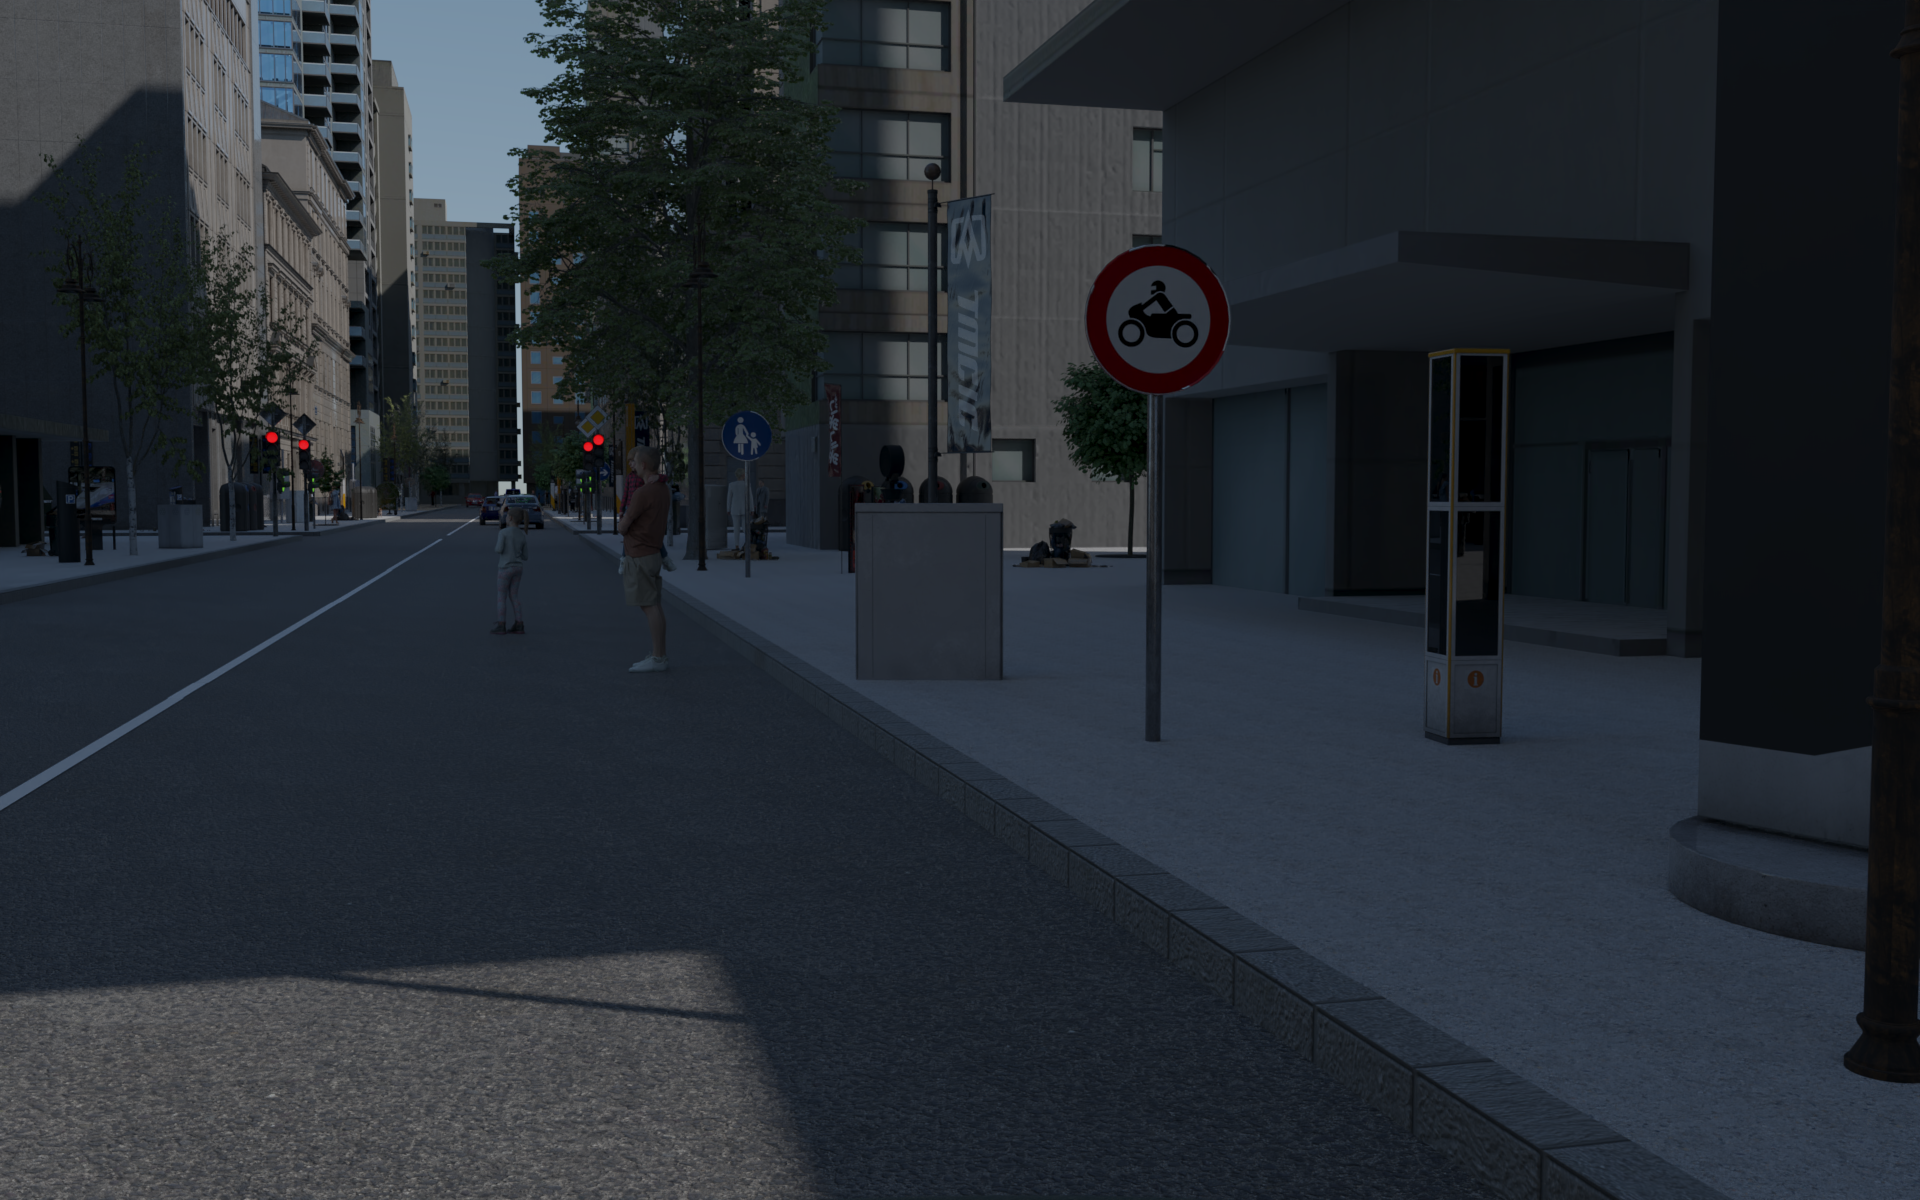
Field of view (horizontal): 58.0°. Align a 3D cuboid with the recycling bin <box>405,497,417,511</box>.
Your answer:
[{"bbox_3d":[-40.773,-7.099,128.628,0.722,1.027,0.722,-2,4,-28],"label":"recycling bin"}]

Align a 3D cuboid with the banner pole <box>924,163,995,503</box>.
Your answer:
[{"bbox_3d":[-0.047,-1.408,13.043,0.401,3.779,0.863,-3,5,-44],"label":"banner pole"}]

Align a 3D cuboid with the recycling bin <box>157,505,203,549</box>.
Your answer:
[{"bbox_3d":[-18.479,-1.743,41.056,0.722,1.027,0.722,1,4,17],"label":"recycling bin"}]

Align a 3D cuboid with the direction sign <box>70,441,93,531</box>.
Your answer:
[{"bbox_3d":[-30.709,-4.196,60.598,0.876,3.537,0.379,1,4,13],"label":"direction sign"}]

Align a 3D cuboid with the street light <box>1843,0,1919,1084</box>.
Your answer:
[{"bbox_3d":[2.068,-1.889,3.678,0.468,5.910,1.993,-1,4,-14],"label":"street light"}]

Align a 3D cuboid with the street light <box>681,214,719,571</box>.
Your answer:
[{"bbox_3d":[-4.324,-3.430,28.861,0.468,5.910,1.993,-1,4,-14],"label":"street light"}]

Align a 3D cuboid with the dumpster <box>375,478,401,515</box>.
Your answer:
[{"bbox_3d":[-34.682,-6.264,104.908,1.502,2.255,1.985,-1,4,-14],"label":"dumpster"}]

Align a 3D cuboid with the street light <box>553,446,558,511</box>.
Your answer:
[{"bbox_3d":[-31.244,-9.865,134.080,0.468,5.910,1.993,-1,4,-14],"label":"street light"}]

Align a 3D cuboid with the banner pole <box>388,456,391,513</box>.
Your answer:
[{"bbox_3d":[-37.917,-7.656,115.190,0.401,3.779,0.863,-1,4,-11],"label":"banner pole"}]

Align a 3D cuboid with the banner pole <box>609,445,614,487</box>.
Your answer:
[{"bbox_3d":[-15.338,-5.336,77.266,0.401,3.779,0.863,3,5,42],"label":"banner pole"}]

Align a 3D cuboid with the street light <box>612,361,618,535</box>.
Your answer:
[{"bbox_3d":[-10.827,-4.983,54.252,0.468,5.910,1.993,-1,4,-14],"label":"street light"}]

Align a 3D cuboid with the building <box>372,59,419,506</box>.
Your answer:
[{"bbox_3d":[-71.092,-34.587,189.197,21.600,48.544,21.300,-1,4,-14],"label":"building"}]

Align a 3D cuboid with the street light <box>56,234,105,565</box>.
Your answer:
[{"bbox_3d":[-15.680,-3.562,31.019,0.468,5.910,1.993,-1,4,-14],"label":"street light"}]

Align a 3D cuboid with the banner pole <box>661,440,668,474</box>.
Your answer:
[{"bbox_3d":[-13.639,-5.503,79.988,0.401,3.779,0.863,1,4,17],"label":"banner pole"}]

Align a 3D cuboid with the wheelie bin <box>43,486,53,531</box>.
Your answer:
[{"bbox_3d":[-31.929,-3.185,59.982,0.693,1.594,0.980,0,4,2],"label":"wheelie bin"}]

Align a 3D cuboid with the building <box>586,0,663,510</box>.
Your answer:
[{"bbox_3d":[-24.665,-28.419,148.252,14.154,41.232,14.086,-1,4,-14],"label":"building"}]

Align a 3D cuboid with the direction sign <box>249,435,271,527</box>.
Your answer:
[{"bbox_3d":[-26.875,-4.561,66.577,0.876,3.537,0.379,1,4,9],"label":"direction sign"}]

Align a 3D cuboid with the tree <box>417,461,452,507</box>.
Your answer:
[{"bbox_3d":[-51.651,-11.423,170.471,4.285,4.588,4.351,0,3,0],"label":"tree"}]

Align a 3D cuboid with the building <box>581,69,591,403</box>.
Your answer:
[{"bbox_3d":[-25.499,-33.718,170.900,23.786,49.044,30.456,-1,4,-14],"label":"building"}]

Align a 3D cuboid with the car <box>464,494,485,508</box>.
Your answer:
[{"bbox_3d":[-52.138,-10.827,186.067,2.155,1.783,4.494,-1,4,-16],"label":"car"}]

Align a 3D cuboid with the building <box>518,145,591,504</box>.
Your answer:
[{"bbox_3d":[-50.059,-35.247,226.390,14.200,45.320,14.600,-1,4,-14],"label":"building"}]

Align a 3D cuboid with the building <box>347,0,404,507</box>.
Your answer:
[{"bbox_3d":[-65.645,-44.632,167.992,20.563,71.187,20.611,-1,4,-14],"label":"building"}]

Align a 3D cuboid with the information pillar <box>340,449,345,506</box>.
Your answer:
[{"bbox_3d":[-32.078,-6.031,89.967,0.183,3.616,0.504,-2,4,-35],"label":"information pillar"}]

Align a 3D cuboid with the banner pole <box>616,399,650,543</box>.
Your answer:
[{"bbox_3d":[-8.580,-3.413,45.821,0.863,3.779,0.401,-2,4,-27],"label":"banner pole"}]

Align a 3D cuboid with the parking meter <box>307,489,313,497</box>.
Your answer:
[{"bbox_3d":[-33.292,-4.910,88.683,0.372,1.533,0.369,0,3,0],"label":"parking meter"}]

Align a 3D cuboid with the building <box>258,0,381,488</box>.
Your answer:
[{"bbox_3d":[-59.822,-50.749,142.424,22.319,86.520,31.000,-1,4,-14],"label":"building"}]

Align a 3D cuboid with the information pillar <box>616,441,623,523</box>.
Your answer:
[{"bbox_3d":[-14.969,-5.188,76.172,0.183,3.616,0.504,-3,5,-42],"label":"information pillar"}]

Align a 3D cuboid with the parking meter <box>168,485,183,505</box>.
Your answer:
[{"bbox_3d":[-23.048,-2.601,50.939,0.372,1.533,0.369,0,3,0],"label":"parking meter"}]

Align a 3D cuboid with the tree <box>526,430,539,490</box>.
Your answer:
[{"bbox_3d":[-44.964,-14.507,187.558,4.360,8.622,3.978,0,3,0],"label":"tree"}]

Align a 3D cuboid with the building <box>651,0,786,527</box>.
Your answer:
[{"bbox_3d":[-0.046,-16.967,74.672,25.104,27.353,12.463,-1,4,-14],"label":"building"}]

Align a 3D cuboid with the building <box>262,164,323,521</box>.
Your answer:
[{"bbox_3d":[-39.298,-13.735,89.192,10.561,19.102,19.286,-1,4,-14],"label":"building"}]

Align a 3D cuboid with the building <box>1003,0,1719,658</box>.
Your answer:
[{"bbox_3d":[16.595,-25.973,13.903,28.713,52.752,27.495,-1,4,-14],"label":"building"}]

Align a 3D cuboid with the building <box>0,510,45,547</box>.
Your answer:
[{"bbox_3d":[-34.394,-23.069,31.802,28.867,44.769,22.147,-1,4,-14],"label":"building"}]

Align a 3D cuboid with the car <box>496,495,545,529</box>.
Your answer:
[{"bbox_3d":[-18.226,-3.665,71.922,2.014,1.417,4.499,-1,4,-16],"label":"car"}]

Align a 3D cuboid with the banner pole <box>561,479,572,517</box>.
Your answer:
[{"bbox_3d":[-24.204,-7.143,106.810,0.863,3.779,0.401,-1,4,-20],"label":"banner pole"}]

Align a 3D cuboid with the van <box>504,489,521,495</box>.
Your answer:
[{"bbox_3d":[-52.677,-12.226,204.278,2.240,2.365,5.245,-1,4,-14],"label":"van"}]

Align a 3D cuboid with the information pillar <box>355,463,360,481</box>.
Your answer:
[{"bbox_3d":[-43.817,-8.244,126.145,0.504,3.616,0.183,2,4,24],"label":"information pillar"}]

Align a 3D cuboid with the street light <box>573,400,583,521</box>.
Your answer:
[{"bbox_3d":[-18.447,-6.790,83.801,0.468,5.910,1.993,-1,4,-14],"label":"street light"}]

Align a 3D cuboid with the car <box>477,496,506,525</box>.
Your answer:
[{"bbox_3d":[-21.584,-4.183,80.967,1.945,1.354,3.894,-1,4,-16],"label":"car"}]

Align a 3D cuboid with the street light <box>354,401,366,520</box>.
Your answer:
[{"bbox_3d":[-29.796,-6.926,86.027,0.468,5.910,1.993,-1,4,-14],"label":"street light"}]

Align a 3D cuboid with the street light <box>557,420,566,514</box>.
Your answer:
[{"bbox_3d":[-24.906,-8.329,108.970,0.468,5.910,1.993,-1,4,-14],"label":"street light"}]

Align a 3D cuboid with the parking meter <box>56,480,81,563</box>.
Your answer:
[{"bbox_3d":[-16.692,-1.469,32.427,0.372,1.533,0.369,0,3,0],"label":"parking meter"}]

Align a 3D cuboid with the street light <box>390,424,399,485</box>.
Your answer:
[{"bbox_3d":[-36.461,-8.500,111.757,0.468,5.910,1.993,-1,4,-14],"label":"street light"}]

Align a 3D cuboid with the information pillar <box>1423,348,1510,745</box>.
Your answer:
[{"bbox_3d":[2.609,-0.272,8.941,0.304,2.012,0.304,-1,4,-9],"label":"information pillar"}]

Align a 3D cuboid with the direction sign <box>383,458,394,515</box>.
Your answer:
[{"bbox_3d":[-35.838,-7.137,108.684,0.379,3.537,0.876,2,4,29],"label":"direction sign"}]

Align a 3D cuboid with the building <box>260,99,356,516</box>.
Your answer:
[{"bbox_3d":[-45.973,-19.142,110.236,12.463,27.353,25.104,-1,4,-14],"label":"building"}]

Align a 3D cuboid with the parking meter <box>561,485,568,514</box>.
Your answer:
[{"bbox_3d":[-26.082,-6.637,114.233,0.399,1.863,0.255,1,4,23],"label":"parking meter"}]

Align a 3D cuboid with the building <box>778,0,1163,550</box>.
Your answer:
[{"bbox_3d":[1.885,-22.220,46.891,14.154,41.232,14.086,-1,4,-14],"label":"building"}]

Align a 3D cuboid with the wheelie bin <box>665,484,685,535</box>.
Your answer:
[{"bbox_3d":[-9.062,-2.824,54.082,0.980,1.594,0.693,0,4,2],"label":"wheelie bin"}]

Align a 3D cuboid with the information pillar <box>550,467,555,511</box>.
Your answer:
[{"bbox_3d":[-30.524,-8.473,129.883,0.504,3.616,0.183,3,5,45],"label":"information pillar"}]

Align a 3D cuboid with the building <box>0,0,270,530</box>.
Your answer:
[{"bbox_3d":[-35.746,-15.380,69.485,12.078,24.808,19.932,-1,4,-14],"label":"building"}]

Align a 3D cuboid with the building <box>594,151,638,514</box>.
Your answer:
[{"bbox_3d":[-20.002,-20.068,125.375,12.463,27.353,25.104,-1,4,-14],"label":"building"}]

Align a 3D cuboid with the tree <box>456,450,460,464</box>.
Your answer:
[{"bbox_3d":[-56.265,-14.506,187.535,4.360,8.622,3.978,0,3,0],"label":"tree"}]

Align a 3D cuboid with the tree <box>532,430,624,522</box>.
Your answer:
[{"bbox_3d":[-19.583,-6.561,90.987,4.285,4.588,4.351,0,3,0],"label":"tree"}]

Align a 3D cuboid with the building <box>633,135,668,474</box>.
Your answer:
[{"bbox_3d":[-13.995,-16.816,103.821,11.050,23.489,19.941,-1,4,-14],"label":"building"}]

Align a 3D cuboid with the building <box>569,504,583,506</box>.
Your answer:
[{"bbox_3d":[-28.990,-30.975,198.325,32.217,40.220,23.993,-1,4,-14],"label":"building"}]

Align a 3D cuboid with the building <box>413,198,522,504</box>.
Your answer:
[{"bbox_3d":[-70.894,-32.927,230.244,23.993,40.220,32.217,-1,4,-14],"label":"building"}]

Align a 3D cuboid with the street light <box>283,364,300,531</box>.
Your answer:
[{"bbox_3d":[-23.488,-5.387,60.871,0.468,5.910,1.993,-1,4,-14],"label":"street light"}]
